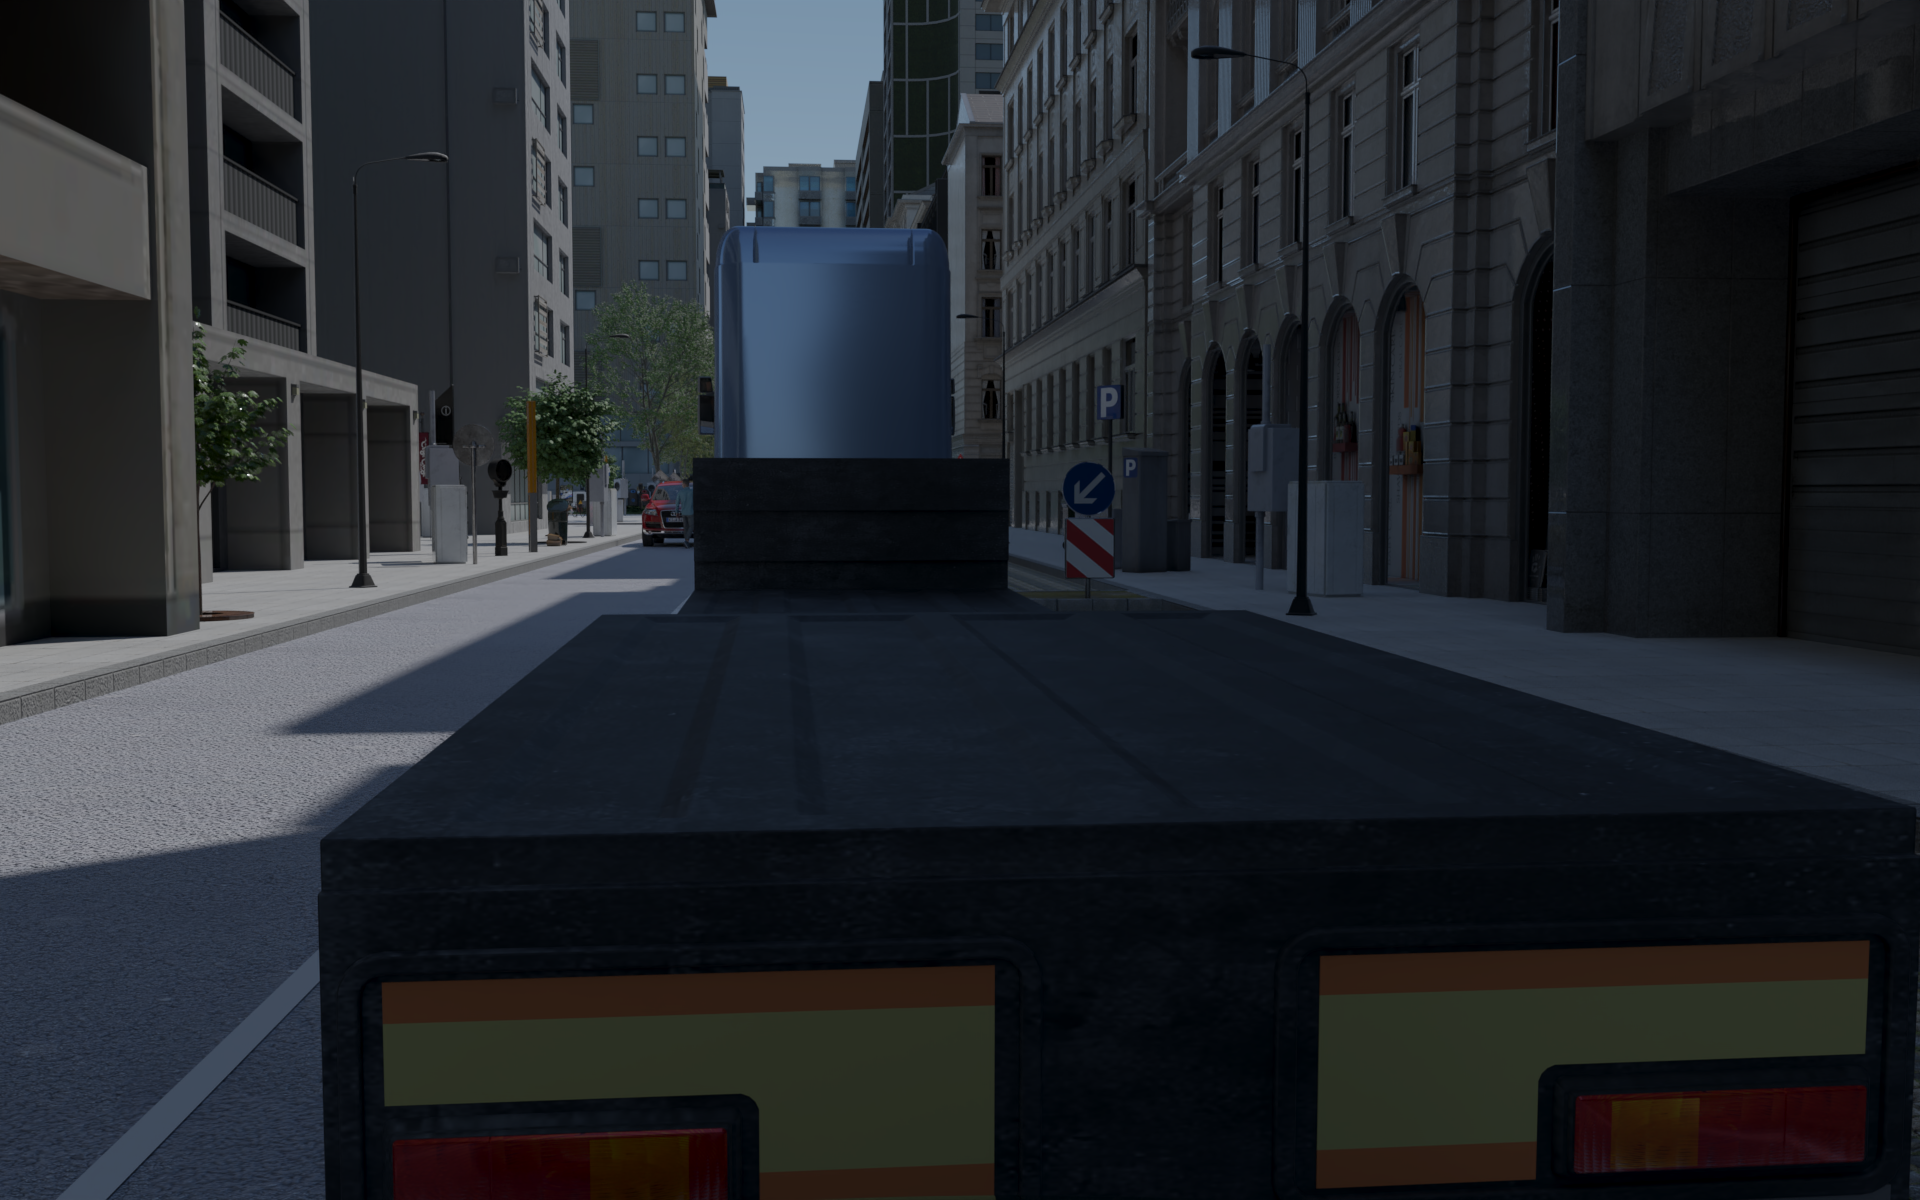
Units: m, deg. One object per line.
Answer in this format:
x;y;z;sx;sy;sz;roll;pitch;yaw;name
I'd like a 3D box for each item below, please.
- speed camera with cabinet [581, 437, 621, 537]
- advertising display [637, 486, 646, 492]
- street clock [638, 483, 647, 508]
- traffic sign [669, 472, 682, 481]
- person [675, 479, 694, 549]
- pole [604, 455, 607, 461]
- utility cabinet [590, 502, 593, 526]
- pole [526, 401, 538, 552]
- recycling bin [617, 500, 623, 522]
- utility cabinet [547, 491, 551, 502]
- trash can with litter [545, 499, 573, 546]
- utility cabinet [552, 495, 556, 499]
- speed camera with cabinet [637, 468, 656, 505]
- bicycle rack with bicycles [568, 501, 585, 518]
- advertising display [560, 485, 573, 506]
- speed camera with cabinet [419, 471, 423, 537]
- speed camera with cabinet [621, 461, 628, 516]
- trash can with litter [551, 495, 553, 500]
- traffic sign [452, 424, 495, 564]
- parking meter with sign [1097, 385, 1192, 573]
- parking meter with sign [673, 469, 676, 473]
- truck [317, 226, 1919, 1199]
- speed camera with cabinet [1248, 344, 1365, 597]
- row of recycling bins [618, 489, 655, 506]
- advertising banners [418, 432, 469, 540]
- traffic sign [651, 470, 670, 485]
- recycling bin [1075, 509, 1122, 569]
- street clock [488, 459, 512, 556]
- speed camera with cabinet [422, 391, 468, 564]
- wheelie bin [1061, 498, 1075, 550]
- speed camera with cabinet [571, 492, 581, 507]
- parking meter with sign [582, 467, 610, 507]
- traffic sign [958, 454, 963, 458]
-10.850;-3.548;52.353;0.660;3.252;2.038;0;4;-1;speed camera with cabinet
-26.000;-8.319;141.226;0.974;1.923;0.123;3;5;42;advertising display
-21.208;-6.756;115.038;0.358;2.002;0.471;0;4;1;street clock
-12.985;-4.590;78.695;0.795;2.450;0.064;0;4;-5;traffic sign
-7.238;-2.286;45.739;0.638;1.841;0.748;1;4;18;person
-18.707;-5.967;91.407;0.158;3.312;0.155;0;3;0;pole
-14.696;-3.587;69.813;0.306;1.237;1.020;-2;4;-25;utility cabinet
-9.400;-2.703;38.040;0.158;3.312;0.155;0;3;0;pole
-15.815;-4.063;78.977;0.722;1.027;0.722;-2;4;-31;recycling bin
-30.616;-7.251;127.233;1.173;1.500;0.318;1;4;10;utility cabinet
-9.927;-1.924;42.838;0.624;1.170;1.055;0;4;-6;trash can with litter
-29.018;-7.002;125.643;1.020;1.237;0.306;0;4;7;utility cabinet
-24.176;-8.439;132.315;2.038;3.252;0.660;0;4;5;speed camera with cabinet
-22.157;-5.003;95.176;2.852;0.926;2.925;-2;4;-32;bicycle rack with bicycles
-28.197;-7.275;124.165;0.974;1.923;0.123;1;4;14;advertising display
-15.665;-3.453;50.797;0.660;3.252;2.038;2;4;28;speed camera with cabinet
-20.450;-6.612;102.436;2.038;3.252;0.660;3;5;45;speed camera with cabinet
-30.662;-7.212;128.972;2.233;1.210;1.678;-1;4;-23;trash can with litter
-8.849;-1.922;31.529;0.768;2.556;0.104;0;4;-1;traffic sign
3.056;-1.963;28.348;1.738;3.016;0.543;-3;4;-39;parking meter with sign
-19.099;-7.625;120.925;1.738;3.016;0.543;0;4;-1;parking meter with sign
-0.674;-1.347;11.787;2.967;4.110;18.799;0;4;-6;truck
4.456;-1.716;22.386;0.660;3.252;2.038;-1;4;-19;speed camera with cabinet
-24.289;-7.559;130.695;3.534;1.692;1.069;-1;4;-18;row of recycling bins
-14.484;-3.194;48.413;2.074;3.025;0.090;2;4;34;advertising banners
-12.233;-4.104;70.746;0.795;2.450;0.064;0;4;-5;traffic sign
2.439;-1.057;29.843;0.722;1.027;0.722;2;4;28;recycling bin
-9.505;-1.912;35.831;0.358;2.002;0.471;2;4;33;street clock
-9.675;-2.342;32.622;0.660;3.252;2.038;-1;4;-21;speed camera with cabinet
2.671;-1.915;39.217;0.693;1.594;0.980;-1;4;-9;wheelie bin
-27.493;-8.120;127.091;2.038;3.252;0.660;-3;5;-41;speed camera with cabinet
-23.718;-7.127;112.782;1.738;3.016;0.543;0;4;3;parking meter with sign
0.013;-3.427;56.029;0.884;2.594;0.081;0;4;-2;traffic sign
